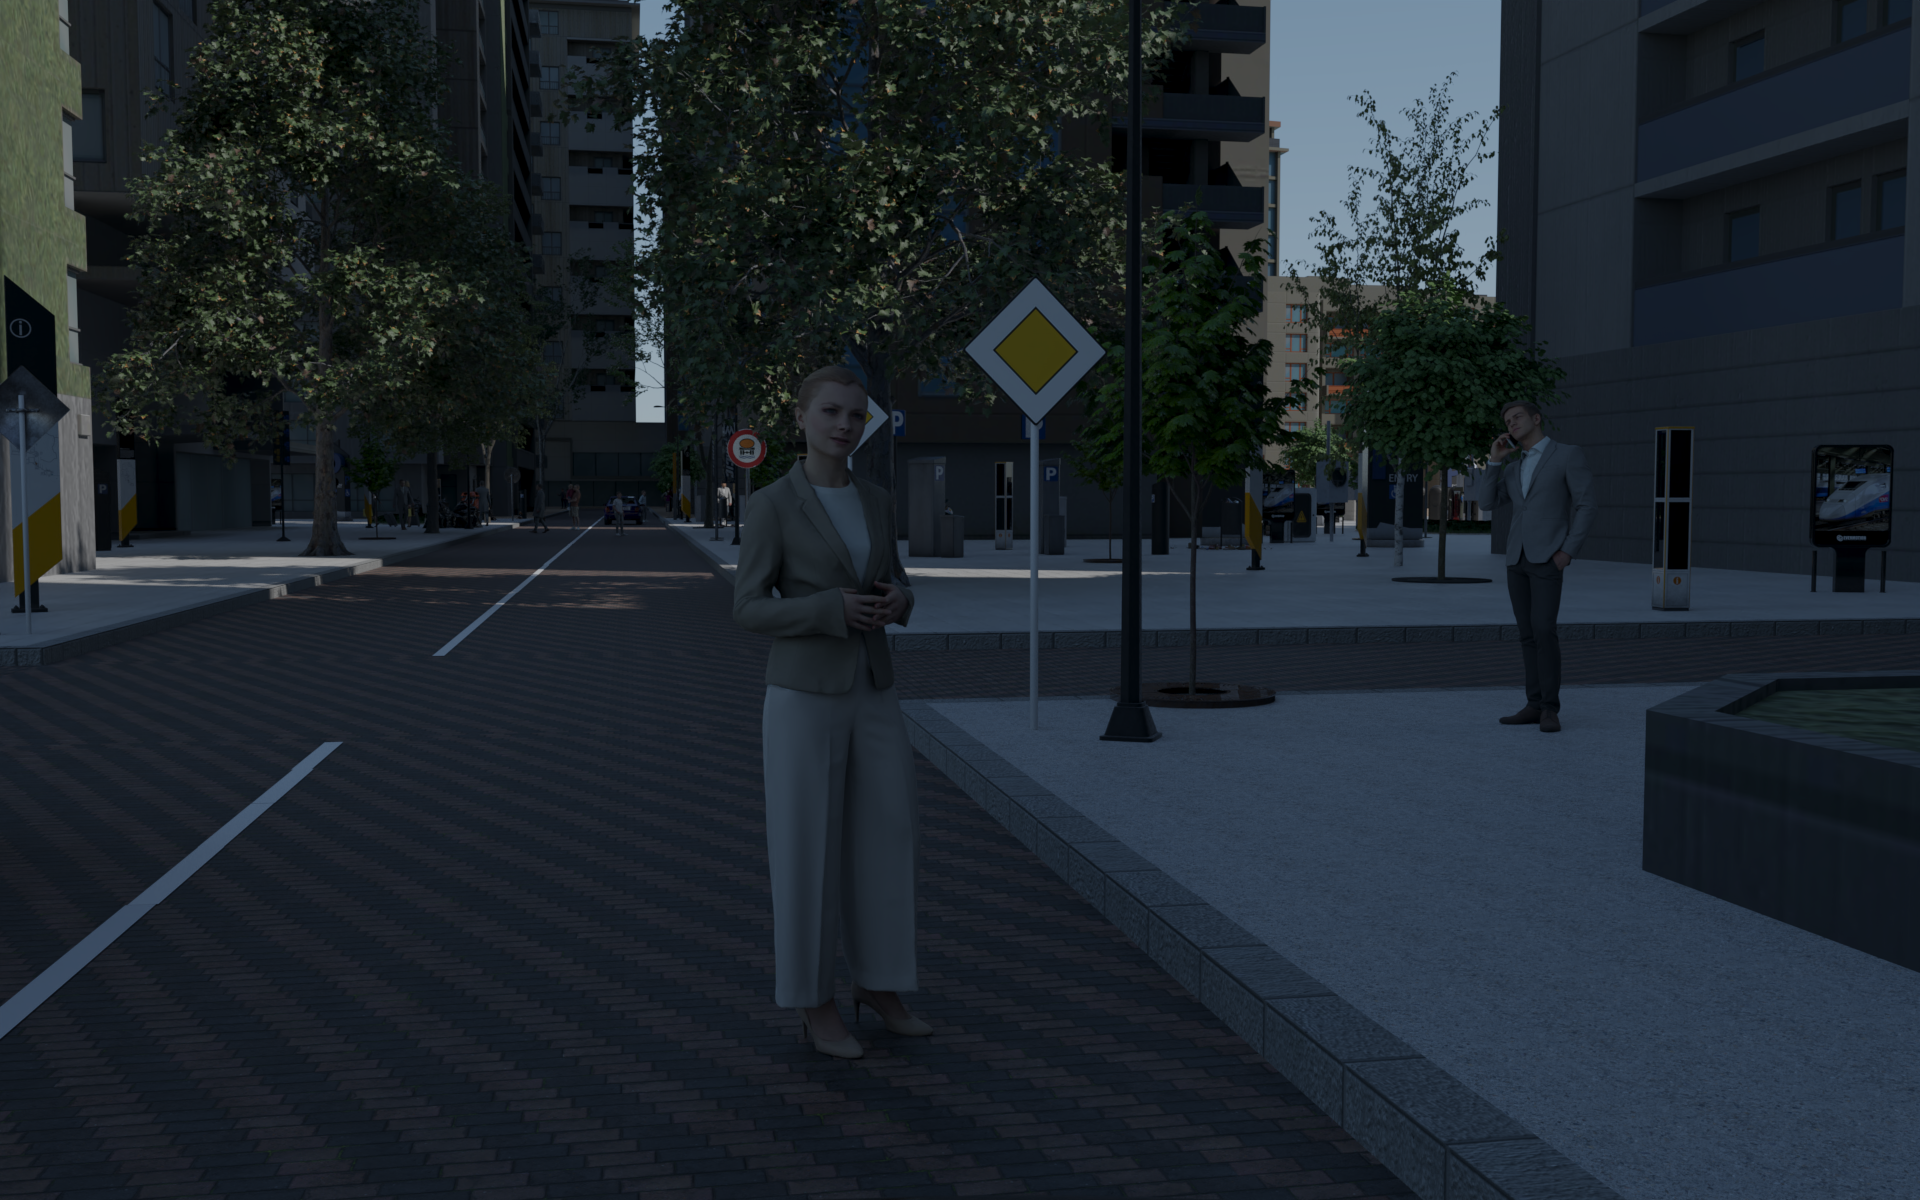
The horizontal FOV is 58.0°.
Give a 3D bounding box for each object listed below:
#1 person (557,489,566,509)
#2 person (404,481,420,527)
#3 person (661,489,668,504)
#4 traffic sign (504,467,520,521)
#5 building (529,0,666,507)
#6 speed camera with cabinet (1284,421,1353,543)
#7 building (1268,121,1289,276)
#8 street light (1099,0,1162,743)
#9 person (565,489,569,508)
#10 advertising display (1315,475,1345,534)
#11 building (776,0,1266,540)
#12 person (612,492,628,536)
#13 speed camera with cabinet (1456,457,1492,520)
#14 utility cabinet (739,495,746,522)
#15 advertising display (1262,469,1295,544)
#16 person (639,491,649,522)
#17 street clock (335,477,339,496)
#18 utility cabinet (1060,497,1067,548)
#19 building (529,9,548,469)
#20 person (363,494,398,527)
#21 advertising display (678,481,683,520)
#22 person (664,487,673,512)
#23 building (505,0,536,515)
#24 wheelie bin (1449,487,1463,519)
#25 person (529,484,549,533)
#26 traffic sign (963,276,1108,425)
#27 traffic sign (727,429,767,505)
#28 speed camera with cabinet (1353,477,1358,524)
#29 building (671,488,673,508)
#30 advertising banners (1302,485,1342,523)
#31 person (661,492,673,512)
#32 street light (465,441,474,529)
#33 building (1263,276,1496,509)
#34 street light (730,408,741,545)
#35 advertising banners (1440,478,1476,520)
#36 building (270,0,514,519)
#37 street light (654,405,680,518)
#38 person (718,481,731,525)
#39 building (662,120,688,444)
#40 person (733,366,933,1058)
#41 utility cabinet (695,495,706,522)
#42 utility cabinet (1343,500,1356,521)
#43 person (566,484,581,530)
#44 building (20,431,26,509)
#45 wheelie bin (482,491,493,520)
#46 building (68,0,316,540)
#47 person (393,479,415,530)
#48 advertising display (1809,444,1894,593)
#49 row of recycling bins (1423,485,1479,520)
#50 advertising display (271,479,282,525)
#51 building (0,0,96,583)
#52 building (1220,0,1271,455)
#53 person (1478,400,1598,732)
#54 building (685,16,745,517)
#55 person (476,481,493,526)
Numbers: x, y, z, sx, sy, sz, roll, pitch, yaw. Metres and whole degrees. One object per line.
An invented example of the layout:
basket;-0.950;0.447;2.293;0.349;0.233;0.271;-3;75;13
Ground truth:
person;-34.572;-8.791;150.310;0.617;1.759;0.750;2;4;34
person;-21.281;-3.726;67.182;0.699;1.804;1.509;0;4;3
person;-23.539;-8.121;139.617;1.217;1.735;0.721;1;4;14
traffic sign;-21.396;-5.057;82.793;0.768;2.556;0.104;0;4;-4
building;-45.744;-36.439;185.014;27.495;52.752;28.713;-1;4;-11
speed camera with cabinet;9.413;-3.178;46.288;2.038;3.252;0.660;-2;4;-28
building;20.439;-33.036;194.759;28.867;44.769;22.147;-1;4;-11
street light;0.365;-2.219;8.826;1.470;5.913;1.316;-1;4;-11
person;-36.387;-9.449;161.057;0.617;1.759;0.750;2;4;32
advertising display;11.924;-3.096;55.826;0.974;1.923;0.123;0;4;4
building;0.319;-24.687;53.739;14.600;45.320;14.200;-1;4;-11
person;-11.718;-2.968;59.622;0.523;1.515;0.503;0;4;-1
speed camera with cabinet;23.550;-5.137;78.331;2.038;3.252;0.660;2;4;33
utility cabinet;-9.815;-4.165;79.253;0.306;1.237;1.020;-1;4;-22
advertising display;8.246;-2.435;45.028;0.974;1.923;0.123;-1;4;-16
person;-16.259;-4.812;88.991;0.330;1.601;0.589;2;4;29
street clock;-26.319;-4.170;72.742;0.471;2.002;0.358;-1;4;-19
utility cabinet;2.258;-1.884;41.971;0.306;1.237;1.020;-1;4;-19
building;-51.363;-32.306;147.808;30.456;49.044;23.786;-1;4;-11
person;-22.556;-3.734;67.303;0.699;1.804;1.509;3;5;39
advertising display;-13.962;-4.985;86.721;0.123;1.923;0.974;-1;4;-18
person;-21.200;-7.362;126.375;0.705;1.831;1.348;1;4;15
building;-39.082;-29.822;111.293;21.300;48.544;21.600;-1;4;-11
wheelie bin;21.739;-4.128;75.401;0.693;1.594;0.980;-2;4;-27
person;-15.496;-3.371;63.718;0.767;1.812;0.694;-1;4;-16
traffic sign;0.425;-0.437;9.335;0.795;2.593;0.064;-1;4;-11
traffic sign;-4.159;-2.067;33.905;0.768;2.556;0.104;0;4;-1
speed camera with cabinet;15.253;-4.250;63.816;2.038;3.252;0.660;-1;4;-21
building;-15.774;-43.871;155.548;20.563;71.187;20.611;-1;4;-11
advertising banners;16.207;-4.997;77.895;2.074;3.025;0.090;3;4;38
person;-20.820;-6.989;123.542;0.991;1.433;0.599;0;4;-2
street light;-17.374;-5.539;63.102;1.470;5.913;1.316;-1;4;-11
building;33.793;-19.471;163.385;28.899;21.520;27.650;-1;4;-11
street light;-6.141;-4.330;43.332;1.470;5.913;1.316;-1;4;-11
advertising banners;19.337;-4.356;67.411;2.074;3.025;0.090;-2;4;-31
building;-32.380;-25.142;94.659;14.154;41.232;14.086;-1;4;-11
street light;-15.354;-7.241;90.931;1.470;5.913;1.316;-1;4;-11
person;-9.872;-4.057;72.218;0.661;1.843;0.795;-1;4;-19
building;-23.888;-32.525;181.898;14.200;45.320;14.600;-1;4;-11
person;-0.306;0.282;4.432;0.519;1.759;0.362;-3;5;-40
utility cabinet;-11.989;-4.234;80.393;0.306;1.237;1.020;1;4;10
utility cabinet;18.571;-4.492;82.130;0.318;1.500;1.173;-1;4;-13
person;-15.512;-3.736;69.555;0.580;1.828;0.573;0;4;-6
building;-87.422;-20.334;177.499;28.899;21.520;27.650;-1;4;-11
wheelie bin;-23.515;-4.757;85.679;0.693;1.594;0.980;-3;5;-41
building;-35.614;-28.278;51.578;28.713;52.752;27.495;-1;4;-11
person;-19.886;-3.408;61.884;0.709;1.813;0.853;-3;5;-40
advertising display;11.592;-1.060;22.544;0.974;1.923;0.123;0;4;8
row of recycling bins;22.737;-4.504;80.745;3.534;1.692;1.069;1;4;18
advertising display;-28.957;-4.128;72.711;0.974;1.923;0.123;-3;5;-45
building;-20.329;-20.588;20.217;14.154;41.232;14.086;-1;4;-11
building;1.184;-28.058;82.449;21.300;48.544;21.600;-1;4;-11
person;3.173;-0.204;9.554;0.473;1.802;0.592;-1;4;-17
building;-7.153;-34.844;111.696;21.231;58.520;28.212;-1;4;-11
person;-19.116;-3.872;69.448;0.694;1.812;0.767;-1;4;-23
